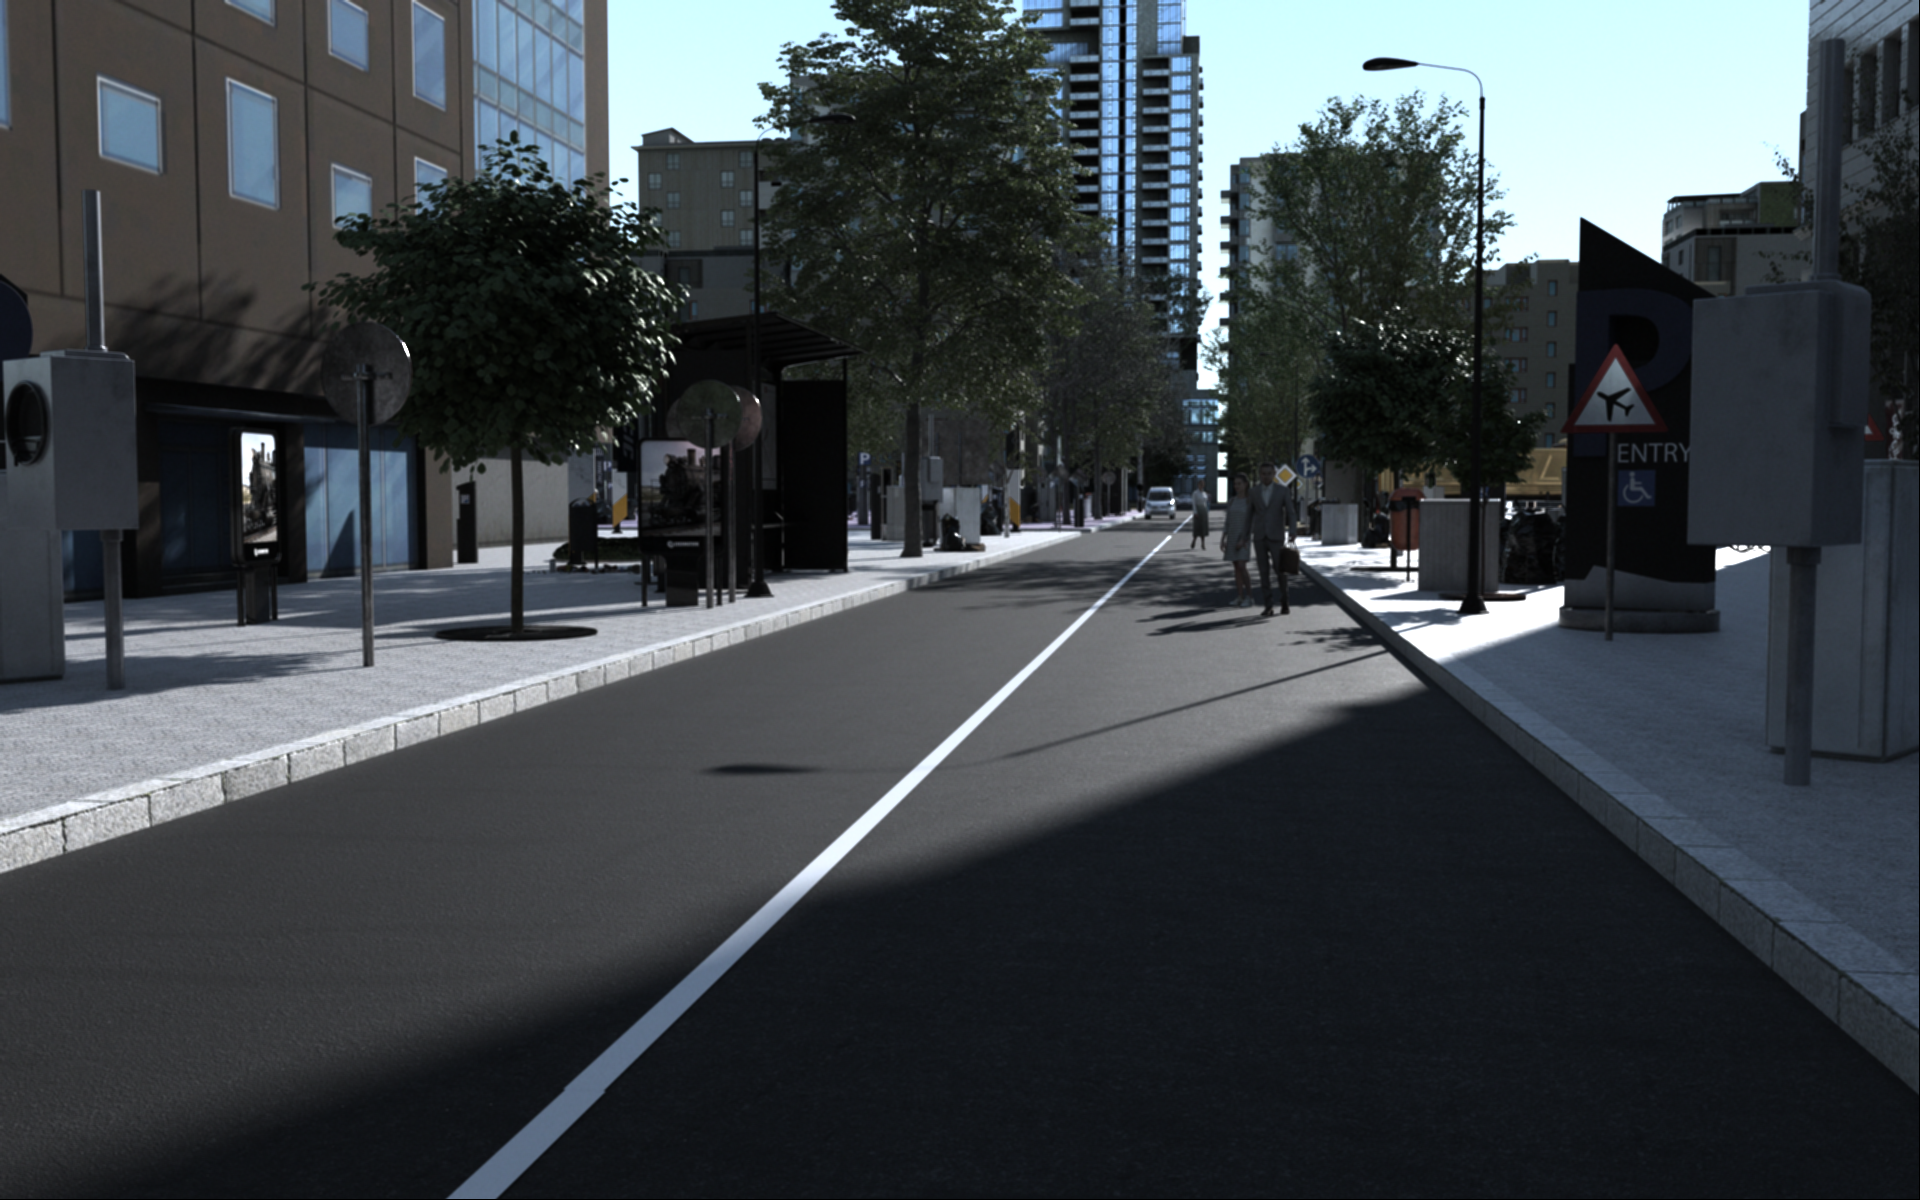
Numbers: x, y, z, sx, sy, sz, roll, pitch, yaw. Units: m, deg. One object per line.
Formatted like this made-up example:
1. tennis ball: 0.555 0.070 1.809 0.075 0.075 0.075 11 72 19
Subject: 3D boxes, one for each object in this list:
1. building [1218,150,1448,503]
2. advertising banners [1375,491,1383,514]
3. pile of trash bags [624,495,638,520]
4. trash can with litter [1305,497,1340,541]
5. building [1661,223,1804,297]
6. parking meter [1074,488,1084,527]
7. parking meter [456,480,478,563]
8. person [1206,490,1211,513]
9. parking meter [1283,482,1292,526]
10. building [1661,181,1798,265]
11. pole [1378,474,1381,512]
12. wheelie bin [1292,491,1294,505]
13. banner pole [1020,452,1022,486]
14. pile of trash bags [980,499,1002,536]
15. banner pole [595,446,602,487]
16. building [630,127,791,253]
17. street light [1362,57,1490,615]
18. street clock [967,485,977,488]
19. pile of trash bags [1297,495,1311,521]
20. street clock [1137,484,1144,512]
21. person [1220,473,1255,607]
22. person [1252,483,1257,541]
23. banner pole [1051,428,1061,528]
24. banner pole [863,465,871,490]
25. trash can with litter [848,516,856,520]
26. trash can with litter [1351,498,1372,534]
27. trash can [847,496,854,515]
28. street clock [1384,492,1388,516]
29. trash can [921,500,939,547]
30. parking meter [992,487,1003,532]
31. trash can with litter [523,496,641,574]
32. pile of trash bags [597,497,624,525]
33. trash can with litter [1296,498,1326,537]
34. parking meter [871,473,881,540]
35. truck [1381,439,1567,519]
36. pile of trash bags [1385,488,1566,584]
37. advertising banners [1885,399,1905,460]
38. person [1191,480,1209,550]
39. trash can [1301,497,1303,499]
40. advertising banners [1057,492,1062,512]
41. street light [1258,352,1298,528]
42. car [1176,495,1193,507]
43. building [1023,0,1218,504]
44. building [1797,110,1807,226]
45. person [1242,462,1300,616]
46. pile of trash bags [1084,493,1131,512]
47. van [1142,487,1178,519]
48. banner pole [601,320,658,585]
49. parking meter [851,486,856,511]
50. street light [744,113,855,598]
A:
1. building: 51.510 -38.034 241.458 30.456 49.044 23.786 1 4 8
2. advertising banners: 23.339 -6.155 96.825 2.074 3.025 0.090 -3 5 -44
3. pile of trash bags: -16.376 -4.569 84.450 3.447 1.369 1.912 2 4 35
4. trash can with litter: 10.719 -2.273 48.221 2.233 1.210 1.678 1 4 9
5. building: 85.137 -25.512 188.825 14.107 30.474 14.160 1 4 8
6. parking meter: 4.608 -3.575 66.870 0.372 1.533 0.369 0 3 0
7. parking meter: -9.162 -1.455 32.200 0.372 1.533 0.369 0 3 0
8. person: 18.509 -7.335 129.269 0.563 1.720 0.643 3 5 43
9. parking meter: 13.011 -3.870 68.993 0.399 1.863 0.255 -3 5 -45
10. building: 101.381 -33.367 229.142 14.086 41.232 14.154 1 4 8
11. pole: 25.888 -6.912 106.856 0.158 3.312 0.155 0 3 0
12. wheelie bin: 13.610 -3.973 72.860 0.980 1.594 0.693 3 5 45
13. banner pole: 3.509 -6.926 103.258 0.401 3.779 0.863 -2 4 -29
14. pile of trash bags: 0.041 -2.749 54.690 1.912 1.369 3.447 -1 4 -15
15. banner pole: -16.175 -5.407 78.429 0.863 3.779 0.401 1 4 18
16. building: -30.470 -40.771 255.840 27.495 52.752 28.713 1 4 8
17. street light: 4.983 -2.813 18.532 1.470 5.913 1.316 1 4 8
18. street clock: 0.601 -5.045 87.060 0.471 2.002 0.358 3 4 37
19. pile of trash bags: 15.845 -4.404 81.752 3.447 1.369 1.912 -3 5 -39
20. street clock: 12.672 -7.164 121.703 0.358 2.002 0.471 -3 4 -38
21. person: 3.596 -0.775 22.174 0.512 1.701 0.522 3 5 44
22. person: 9.039 -2.692 52.850 0.599 1.781 0.374 -2 4 -30
23. banner pole: 3.697 -4.609 65.380 0.401 3.779 0.863 -1 4 -13
24. banner pole: -7.149 -8.693 132.151 0.863 3.779 0.401 -1 4 -18
25. trash can with litter: -6.159 -4.591 86.119 2.233 1.210 1.678 1 4 16
26. trash can with litter: 11.795 -2.426 51.047 0.624 1.170 1.055 2 4 23
27. trash can: -6.853 -5.742 105.530 0.748 1.137 0.748 0 3 0
28. street clock: 24.870 -5.894 100.944 0.358 2.002 0.471 0 4 -2
29. trash can: -0.873 -1.851 41.920 0.748 1.137 0.748 0 3 0
30. parking meter: 1.249 -3.046 58.207 0.372 1.533 0.369 0 3 0
31. trash can with litter: -5.872 -1.049 28.212 2.233 1.210 1.678 2 4 23
32. pile of trash bags: -16.010 -3.795 71.807 1.912 1.369 3.447 3 4 36
33. trash can with litter: 10.577 -2.508 52.387 0.624 1.170 1.055 -3 5 -44
34. parking meter: -2.296 -2.641 48.894 0.399 1.863 0.255 -2 4 -32
35. truck: 19.631 -3.896 59.631 9.791 3.379 3.469 1 4 8
36. pile of trash bags: 7.980 -0.953 25.328 3.447 1.369 1.912 0 4 8
37. advertising banners: 17.384 -2.147 31.283 0.090 3.025 2.074 -1 4 -9
38. person: 6.156 -2.198 44.658 0.478 1.798 0.641 -1 4 -16
39. trash can: 19.794 -5.337 98.917 0.748 1.137 0.748 0 3 0
40. advertising banners: 7.033 -7.655 121.345 0.090 3.025 2.074 2 4 24
41. street light: 10.462 -5.151 56.753 1.470 5.913 1.316 1 4 8
42. car: 25.448 -11.214 195.709 2.083 1.381 4.827 1 4 10
43. building: 21.028 -56.976 244.221 31.000 86.520 22.319 1 4 8
44. building: 98.987 -32.721 185.099 14.200 45.320 14.600 1 4 8
45. person: 3.674 -0.725 20.468 0.709 1.813 0.853 1 4 19
46. pile of trash bags: 10.687 -7.150 126.653 3.447 1.369 1.912 -1 4 -22
47. van: 11.461 -5.633 99.103 2.013 2.044 4.112 1 4 9
48. banner pole: -4.566 -2.103 24.401 0.401 3.779 0.863 2 4 30
49. parking meter: -7.918 -7.512 128.538 0.255 1.863 0.399 -3 4 -38
50. street light: -1.973 -2.986 21.361 1.470 5.913 1.316 1 4 8
